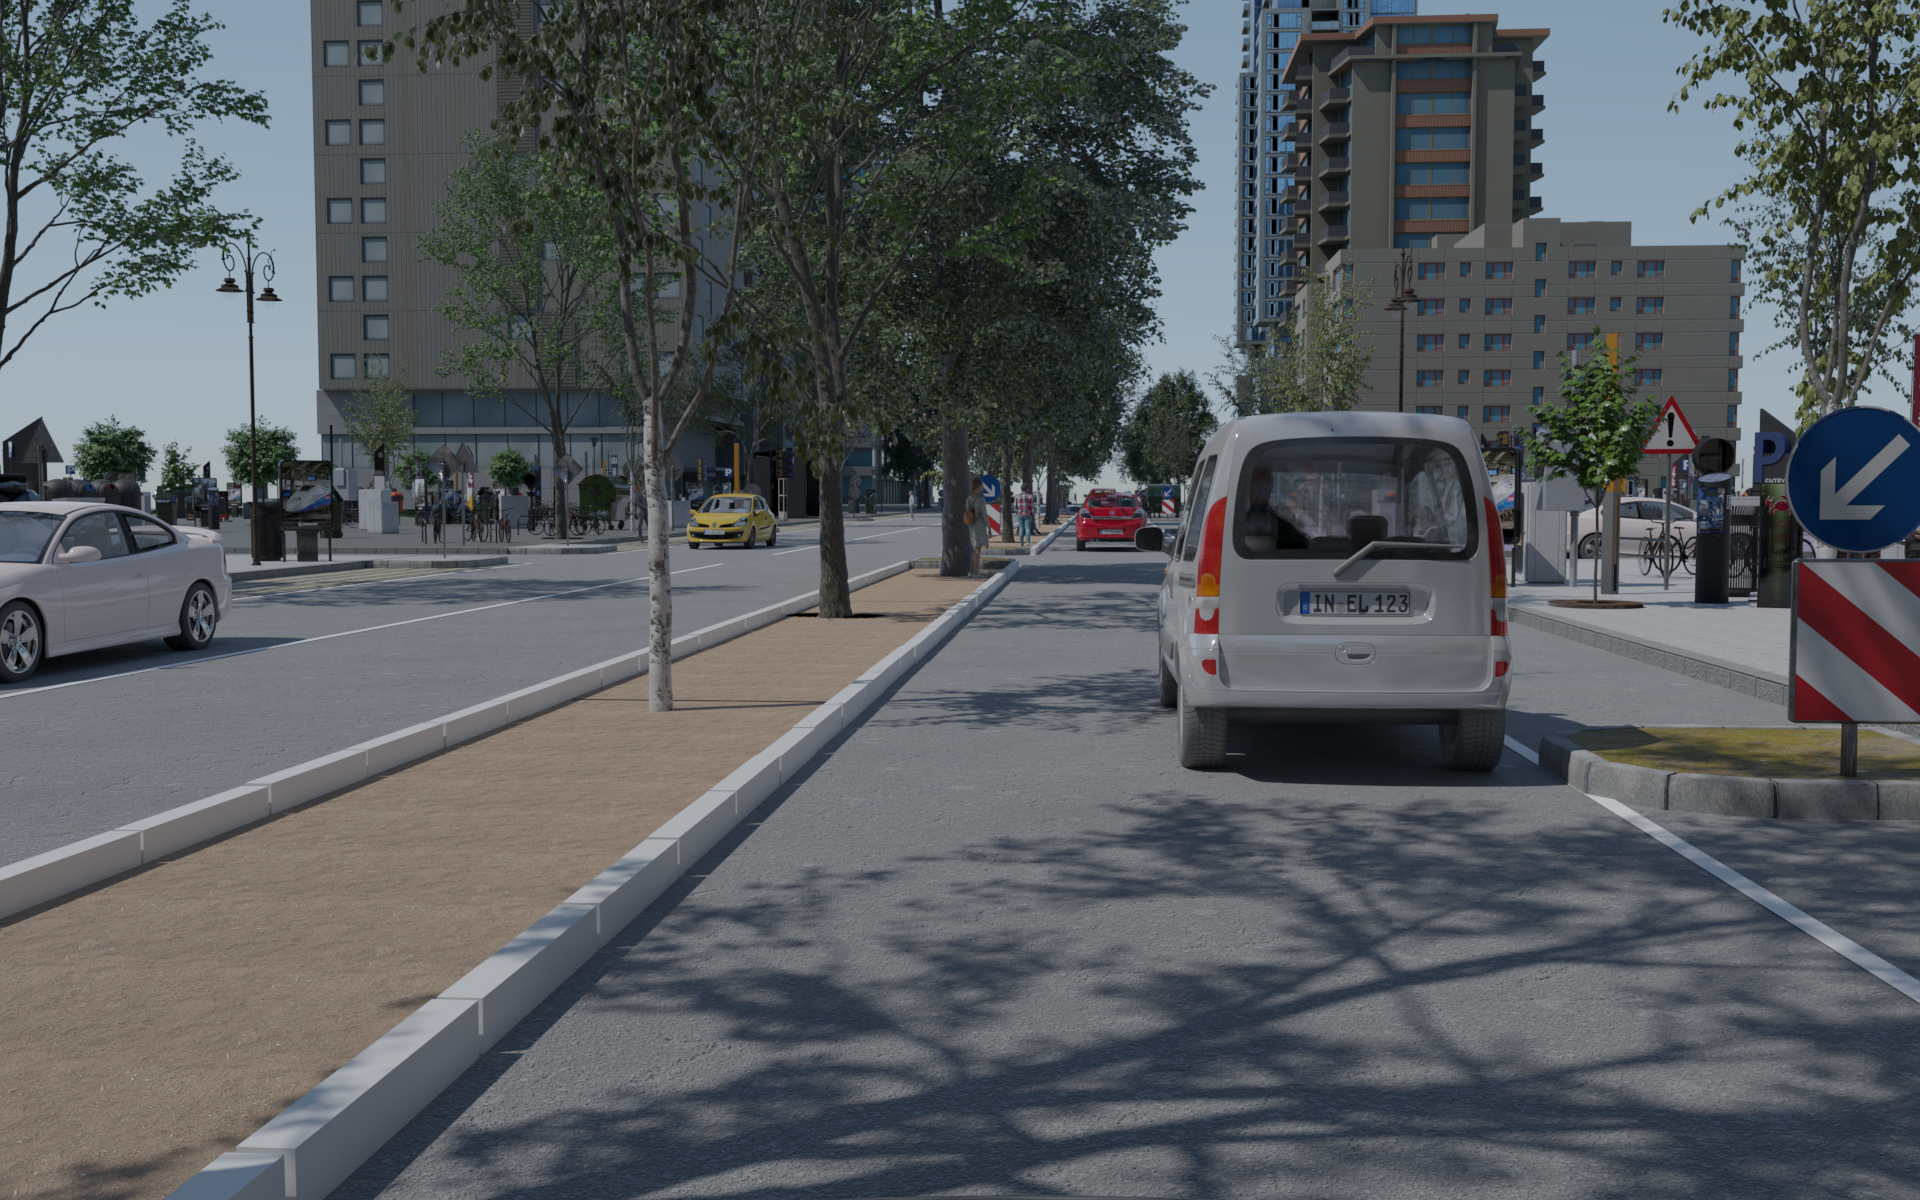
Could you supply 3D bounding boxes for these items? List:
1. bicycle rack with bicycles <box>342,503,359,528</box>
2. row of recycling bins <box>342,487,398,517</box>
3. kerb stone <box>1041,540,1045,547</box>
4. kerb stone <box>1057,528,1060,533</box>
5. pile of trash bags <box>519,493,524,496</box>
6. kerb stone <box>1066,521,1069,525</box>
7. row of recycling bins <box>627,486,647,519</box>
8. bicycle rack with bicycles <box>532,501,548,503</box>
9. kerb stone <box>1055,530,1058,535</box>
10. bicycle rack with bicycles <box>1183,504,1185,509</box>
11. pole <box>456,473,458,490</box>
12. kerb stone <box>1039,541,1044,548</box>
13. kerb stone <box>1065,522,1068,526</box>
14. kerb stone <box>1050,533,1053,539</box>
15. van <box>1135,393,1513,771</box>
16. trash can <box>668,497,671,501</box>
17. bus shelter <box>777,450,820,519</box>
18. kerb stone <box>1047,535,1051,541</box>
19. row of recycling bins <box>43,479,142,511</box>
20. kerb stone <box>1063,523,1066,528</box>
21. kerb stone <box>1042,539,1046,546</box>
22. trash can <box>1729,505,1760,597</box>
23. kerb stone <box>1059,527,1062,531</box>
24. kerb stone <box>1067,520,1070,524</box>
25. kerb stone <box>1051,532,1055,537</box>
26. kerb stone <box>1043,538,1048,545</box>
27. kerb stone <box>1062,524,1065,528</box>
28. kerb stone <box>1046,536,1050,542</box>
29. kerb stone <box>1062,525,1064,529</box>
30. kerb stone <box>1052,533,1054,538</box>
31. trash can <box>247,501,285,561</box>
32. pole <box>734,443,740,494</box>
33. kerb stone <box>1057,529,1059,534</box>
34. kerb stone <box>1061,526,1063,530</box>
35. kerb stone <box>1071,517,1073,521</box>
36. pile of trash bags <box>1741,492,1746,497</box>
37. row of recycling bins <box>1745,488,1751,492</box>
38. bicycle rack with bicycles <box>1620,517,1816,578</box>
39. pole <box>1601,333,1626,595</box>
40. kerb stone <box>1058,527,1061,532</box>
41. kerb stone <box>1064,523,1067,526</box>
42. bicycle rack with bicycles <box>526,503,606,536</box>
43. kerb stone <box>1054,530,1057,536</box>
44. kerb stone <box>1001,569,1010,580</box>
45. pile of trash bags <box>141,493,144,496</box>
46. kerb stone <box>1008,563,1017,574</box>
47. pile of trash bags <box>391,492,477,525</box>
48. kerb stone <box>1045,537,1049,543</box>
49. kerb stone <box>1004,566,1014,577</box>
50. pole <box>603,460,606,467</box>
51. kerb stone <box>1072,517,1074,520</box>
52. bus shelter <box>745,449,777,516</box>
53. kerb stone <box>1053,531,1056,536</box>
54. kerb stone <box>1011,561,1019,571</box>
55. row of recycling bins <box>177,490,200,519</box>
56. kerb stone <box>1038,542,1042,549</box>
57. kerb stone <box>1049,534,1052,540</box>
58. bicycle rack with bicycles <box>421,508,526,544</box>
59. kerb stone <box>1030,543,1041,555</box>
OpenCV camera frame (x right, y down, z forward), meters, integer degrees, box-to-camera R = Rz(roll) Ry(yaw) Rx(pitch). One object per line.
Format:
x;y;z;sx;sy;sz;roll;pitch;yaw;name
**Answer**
-23.140;-3.164;65.107;2.925;0.926;2.852;-3;4;-39;bicycle rack with bicycles
-33.192;-5.497;96.984;3.534;1.692;1.069;-3;5;-42;row of recycling bins
2.083;-1.416;45.351;0.120;0.150;1.000;0;4;5;kerb stone
3.347;-2.353;60.666;0.120;0.150;1.000;0;4;5;kerb stone
-28.622;-5.933;106.763;3.447;1.369;1.912;-1;4;-22;pile of trash bags
4.526;-3.226;74.979;0.120;0.150;1.000;0;4;5;kerb stone
-17.491;-5.105;90.581;3.534;1.692;1.069;-1;4;-9;row of recycling bins
-16.170;-3.425;69.381;2.852;0.926;2.925;-1;4;-10;bicycle rack with bicycles
3.090;-2.166;57.611;0.120;0.150;1.000;0;4;5;kerb stone
15.925;-6.059;112.439;2.852;0.926;2.925;3;5;41;bicycle rack with bicycles
-32.769;-7.279;112.860;0.158;3.312;0.155;0;3;0;pole
2.001;-1.353;44.333;0.120;0.150;1.000;0;4;5;kerb stone
4.354;-3.103;72.934;0.120;0.150;1.000;0;4;5;kerb stone
2.679;-1.854;52.511;0.120;0.150;1.000;0;4;5;kerb stone
2.070;-0.205;10.366;2.013;2.044;4.112;0;4;4;van
-12.655;-3.861;74.774;0.748;1.137;0.748;0;3;0;trash can
-8.244;-6.228;93.108;1.731;3.624;6.357;0;4;5;bus shelter
2.507;-1.729;50.467;0.120;0.150;1.000;0;4;5;kerb stone
-24.128;-2.506;48.089;1.069;1.692;3.534;1;4;11;row of recycling bins
4.101;-2.915;69.861;0.120;0.150;1.000;0;4;5;kerb stone
2.169;-1.479;46.379;0.120;0.150;1.000;0;4;5;kerb stone
9.679;-0.616;21.720;0.748;1.137;0.748;0;3;0;trash can
3.517;-2.478;62.718;0.120;0.150;1.000;0;4;5;kerb stone
4.691;-3.353;77.020;0.120;0.150;1.000;0;4;5;kerb stone
2.843;-1.974;54.550;0.120;0.150;1.000;0;4;5;kerb stone
2.255;-1.541;47.398;0.120;0.150;1.000;0;4;5;kerb stone
3.927;-2.791;67.824;0.120;0.150;1.000;0;4;5;kerb stone
2.427;-1.667;49.449;0.120;0.150;1.000;0;4;5;kerb stone
3.851;-2.727;66.792;0.120;0.150;1.000;0;4;5;kerb stone
2.758;-1.917;53.531;0.120;0.150;1.000;0;4;5;kerb stone
-13.267;-1.317;33.192;0.748;1.137;0.748;0;3;0;trash can
-8.951;-4.629;69.531;0.158;3.312;0.155;0;3;0;pole
3.266;-2.290;59.647;0.120;0.150;1.000;0;4;5;kerb stone
3.693;-2.603;64.754;0.120;0.150;1.000;0;4;5;kerb stone
5.438;-3.915;86.213;0.120;0.150;1.000;0;4;5;kerb stone
42.794;-5.068;92.616;1.912;1.369;3.447;0;4;-5;pile of trash bags
50.011;-6.158;107.794;1.069;1.692;3.534;0;4;-7;row of recycling bins
11.379;-0.822;26.828;2.852;0.926;2.925;0;4;-5;bicycle rack with bicycles
8.326;-1.728;22.095;0.158;3.312;0.155;0;3;0;pole
3.424;-2.413;61.698;0.120;0.150;1.000;0;4;5;kerb stone
4.188;-2.976;70.879;0.120;0.150;1.000;0;4;5;kerb stone
-12.331;-2.488;54.063;2.852;0.926;2.925;3;5;45;bicycle rack with bicycles
3.006;-2.104;56.593;0.120;0.150;1.000;0;4;5;kerb stone
0.693;-0.379;28.462;0.120;0.150;1.000;0;4;5;kerb stone
-44.093;-4.941;90.530;1.912;1.369;3.447;1;4;22;pile of trash bags
0.869;-0.508;30.505;0.120;0.150;1.000;0;4;5;kerb stone
-22.376;-3.868;72.992;3.447;1.369;1.912;-3;5;-42;pile of trash bags
2.345;-1.604;48.426;0.120;0.150;1.000;0;4;5;kerb stone
0.784;-0.445;29.486;0.120;0.150;1.000;0;4;5;kerb stone
-21.210;-6.696;103.315;0.158;3.312;0.155;0;3;0;pole
5.539;-3.978;87.235;0.120;0.150;1.000;0;4;5;kerb stone
-10.061;-6.225;93.056;1.731;3.624;6.357;0;4;5;bus shelter
2.919;-2.041;55.569;0.120;0.150;1.000;0;4;5;kerb stone
0.953;-0.571;31.524;0.120;0.150;1.000;0;4;5;kerb stone
-41.329;-5.203;92.177;1.069;1.692;3.534;0;4;-6;row of recycling bins
1.921;-1.292;43.314;0.120;0.150;1.000;0;4;5;kerb stone
2.595;-1.791;51.487;0.120;0.150;1.000;0;4;5;kerb stone
-13.139;-1.986;45.856;2.852;0.926;2.925;-1;4;-19;bicycle rack with bicycles
1.834;-1.229;42.296;0.120;0.150;1.000;0;4;5;kerb stone
